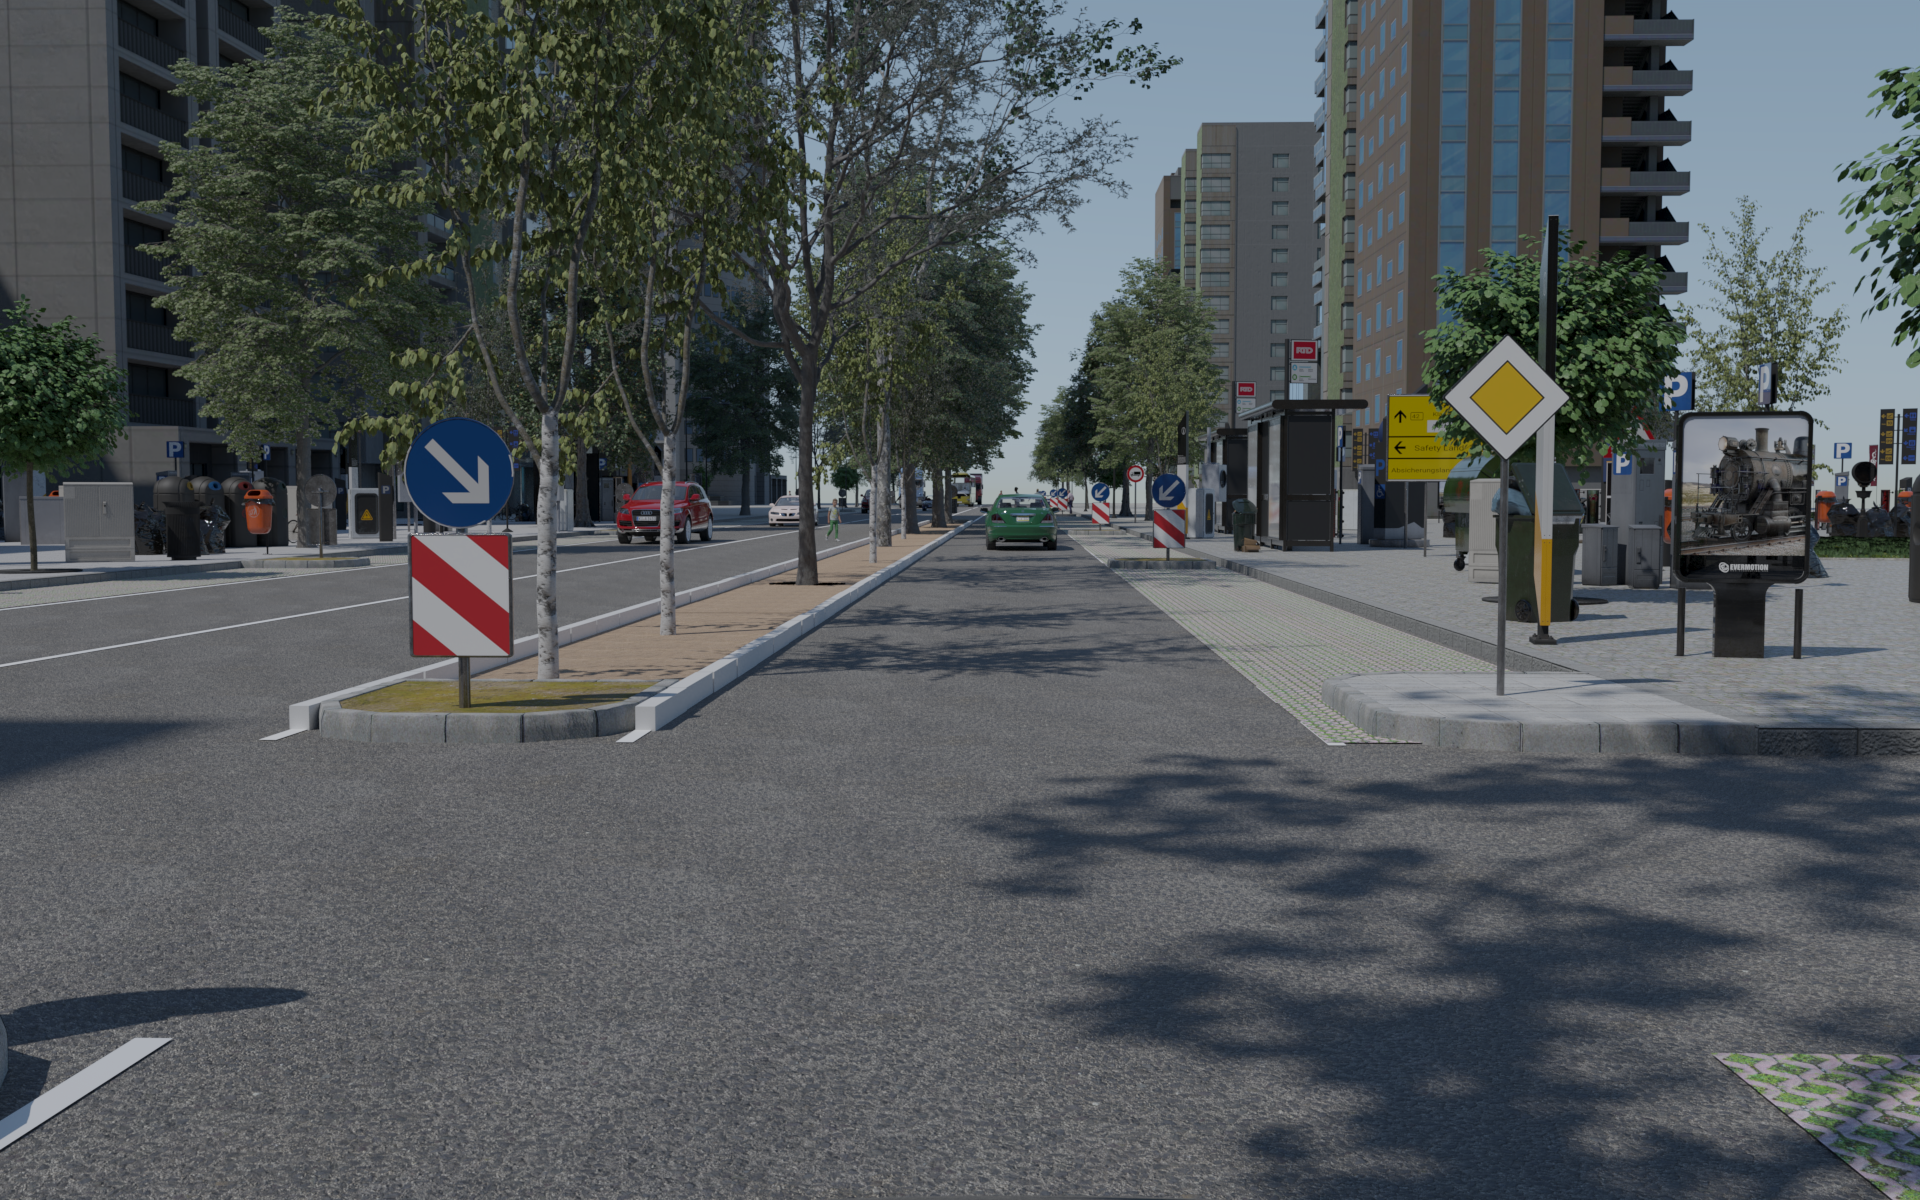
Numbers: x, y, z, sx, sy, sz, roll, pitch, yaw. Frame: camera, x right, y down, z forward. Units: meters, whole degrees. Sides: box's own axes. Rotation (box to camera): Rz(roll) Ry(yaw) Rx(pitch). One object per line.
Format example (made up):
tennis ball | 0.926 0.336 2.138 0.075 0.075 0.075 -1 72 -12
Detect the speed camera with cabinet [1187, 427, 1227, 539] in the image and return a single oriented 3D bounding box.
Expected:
speed camera with cabinet | 7.219 -3.446 50.672 0.660 3.252 2.038 2 4 27

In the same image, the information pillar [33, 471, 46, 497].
information pillar | -30.534 -4.033 57.294 0.183 3.616 0.504 3 5 41

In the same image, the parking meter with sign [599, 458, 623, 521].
parking meter with sign | -16.741 -5.221 81.624 0.543 3.016 1.738 3 5 44

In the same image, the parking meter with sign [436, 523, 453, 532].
parking meter with sign | -17.769 -3.868 59.507 0.543 3.016 1.738 0 4 -3

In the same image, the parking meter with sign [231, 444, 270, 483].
parking meter with sign | -25.250 -3.961 61.016 1.738 3.016 0.543 0 4 2

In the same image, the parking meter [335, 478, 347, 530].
parking meter | -22.088 -3.433 61.833 0.399 1.863 0.255 -1 4 -17

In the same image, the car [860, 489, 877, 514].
car | -6.245 -7.357 128.953 2.281 1.827 5.304 0 4 0

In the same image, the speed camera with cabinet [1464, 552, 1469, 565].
speed camera with cabinet | 9.805 -2.291 31.788 0.660 3.252 2.038 2 4 30

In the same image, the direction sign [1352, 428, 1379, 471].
direction sign | 13.977 -4.144 59.753 0.876 3.537 0.379 1 4 17

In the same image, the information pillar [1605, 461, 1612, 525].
information pillar | 14.682 -2.098 38.793 0.304 2.012 0.304 -1 4 -12

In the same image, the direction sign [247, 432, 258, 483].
direction sign | -24.294 -4.129 59.504 0.379 3.537 0.876 0 4 -2

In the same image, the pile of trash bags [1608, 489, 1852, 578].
pile of trash bags | 12.182 -1.096 27.667 1.912 1.369 3.447 -1 4 -9

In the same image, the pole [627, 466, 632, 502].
pole | -14.602 -5.059 76.565 0.158 3.312 0.155 0 3 0

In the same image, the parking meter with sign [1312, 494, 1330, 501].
parking meter with sign | 13.402 -4.170 64.438 1.738 3.016 0.543 3 5 40

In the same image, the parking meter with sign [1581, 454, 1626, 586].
parking meter with sign | 9.581 -1.729 24.536 1.738 3.016 0.543 -2 4 -30

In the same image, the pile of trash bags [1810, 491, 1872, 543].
pile of trash bags | 25.417 -2.404 49.051 1.912 1.369 3.447 -1 4 -10

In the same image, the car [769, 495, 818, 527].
car | -7.432 -3.996 77.695 2.083 1.381 4.827 0 4 1

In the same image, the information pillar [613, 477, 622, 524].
information pillar | -14.910 -4.340 75.456 0.304 2.012 0.304 -2 4 -34

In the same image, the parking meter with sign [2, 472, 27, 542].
parking meter with sign | -25.136 -3.054 46.202 1.738 3.016 0.543 -2 4 -28

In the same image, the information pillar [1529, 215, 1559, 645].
information pillar | 5.024 -1.437 14.856 0.183 3.616 0.504 1 4 11

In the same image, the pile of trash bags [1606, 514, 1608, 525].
pile of trash bags | 13.680 -1.392 32.510 1.912 1.369 3.447 -2 4 -32

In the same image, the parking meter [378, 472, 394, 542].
parking meter | -15.462 -2.507 46.693 0.399 1.863 0.255 -1 4 -21

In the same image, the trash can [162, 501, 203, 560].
trash can | -15.084 -1.344 33.633 0.748 1.137 0.748 0 3 0

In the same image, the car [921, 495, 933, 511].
car | -2.302 -8.244 147.368 1.945 1.354 3.894 0 4 2

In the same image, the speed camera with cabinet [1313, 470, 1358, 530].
speed camera with cabinet | 13.597 -4.128 61.821 0.660 3.252 2.038 -3 5 -42

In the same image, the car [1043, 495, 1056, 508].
car | 8.725 -9.751 172.002 1.945 1.354 3.894 0 4 3

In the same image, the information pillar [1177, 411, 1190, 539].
information pillar | 6.323 -3.531 49.079 0.183 3.616 0.504 -2 4 -23

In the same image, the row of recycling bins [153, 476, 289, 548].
row of recycling bins | -17.625 -2.092 41.325 1.069 1.692 3.534 2 4 27

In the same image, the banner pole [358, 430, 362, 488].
banner pole | -23.691 -4.771 68.030 0.863 3.779 0.401 3 4 36

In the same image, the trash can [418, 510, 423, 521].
trash can | -25.662 -4.326 82.390 0.748 1.137 0.748 0 3 0

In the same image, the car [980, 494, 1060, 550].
car | 1.592 -2.075 45.717 2.131 1.459 4.920 0 4 0

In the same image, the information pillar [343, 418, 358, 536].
information pillar | -18.766 -3.806 53.576 0.183 3.616 0.504 0 4 3

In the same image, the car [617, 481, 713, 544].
car | -8.693 -2.612 51.376 2.281 1.827 5.304 0 4 3

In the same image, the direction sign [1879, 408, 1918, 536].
direction sign | 24.834 -3.297 45.910 0.876 3.537 0.379 3 4 36

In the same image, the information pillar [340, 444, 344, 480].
information pillar | -26.002 -5.001 73.115 0.504 3.616 0.183 3 5 44

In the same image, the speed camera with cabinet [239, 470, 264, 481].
speed camera with cabinet | -26.406 -4.379 65.931 0.660 3.252 2.038 2 4 26

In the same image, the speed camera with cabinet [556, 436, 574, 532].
speed camera with cabinet | -13.764 -3.977 59.353 0.660 3.252 2.038 0 4 0

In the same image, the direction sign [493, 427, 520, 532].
direction sign | -15.224 -4.047 58.162 0.876 3.537 0.379 0 4 2

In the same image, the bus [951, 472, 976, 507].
bus | 0.227 -12.482 195.630 2.896 3.916 12.252 0 4 3

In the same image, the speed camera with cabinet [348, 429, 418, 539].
speed camera with cabinet | -16.625 -3.413 50.143 2.038 3.252 0.660 -2 4 -23

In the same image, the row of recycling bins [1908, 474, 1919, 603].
row of recycling bins | 12.900 -0.777 19.825 3.534 1.692 1.069 1 4 21

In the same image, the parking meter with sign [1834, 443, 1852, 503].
parking meter with sign | 29.475 -3.773 57.944 0.543 3.016 1.738 2 4 28

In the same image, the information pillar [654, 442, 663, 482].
information pillar | -13.553 -5.290 77.846 0.504 3.616 0.183 3 4 36

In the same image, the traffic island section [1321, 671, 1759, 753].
traffic island section | 3.462 0.687 11.043 2.009 0.180 2.903 0 4 2

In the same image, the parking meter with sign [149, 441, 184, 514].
parking meter with sign | -25.793 -3.670 56.260 0.543 3.016 1.738 0 4 -2

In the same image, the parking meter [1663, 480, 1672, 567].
parking meter | 12.476 -1.362 30.673 0.372 1.533 0.369 0 3 0

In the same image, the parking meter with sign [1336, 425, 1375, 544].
parking meter with sign | 10.558 -2.935 44.253 1.738 3.016 0.543 0 4 -1

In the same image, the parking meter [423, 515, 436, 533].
parking meter | -16.527 -2.784 53.923 0.372 1.533 0.369 0 3 0

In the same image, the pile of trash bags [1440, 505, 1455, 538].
pile of trash bags | 15.113 -2.532 51.149 1.912 1.369 3.447 0 4 -5

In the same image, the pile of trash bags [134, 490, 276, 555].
pile of trash bags | -16.111 -1.652 36.767 3.447 1.369 1.912 1 4 12

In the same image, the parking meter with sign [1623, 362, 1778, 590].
parking meter with sign | 9.967 -1.655 23.318 1.738 3.016 0.543 1 4 9

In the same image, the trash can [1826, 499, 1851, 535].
trash can | 27.007 -2.547 53.295 0.748 1.137 0.748 0 3 0

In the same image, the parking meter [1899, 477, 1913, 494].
parking meter | 32.360 -3.278 59.301 0.399 1.863 0.255 -2 4 -27
